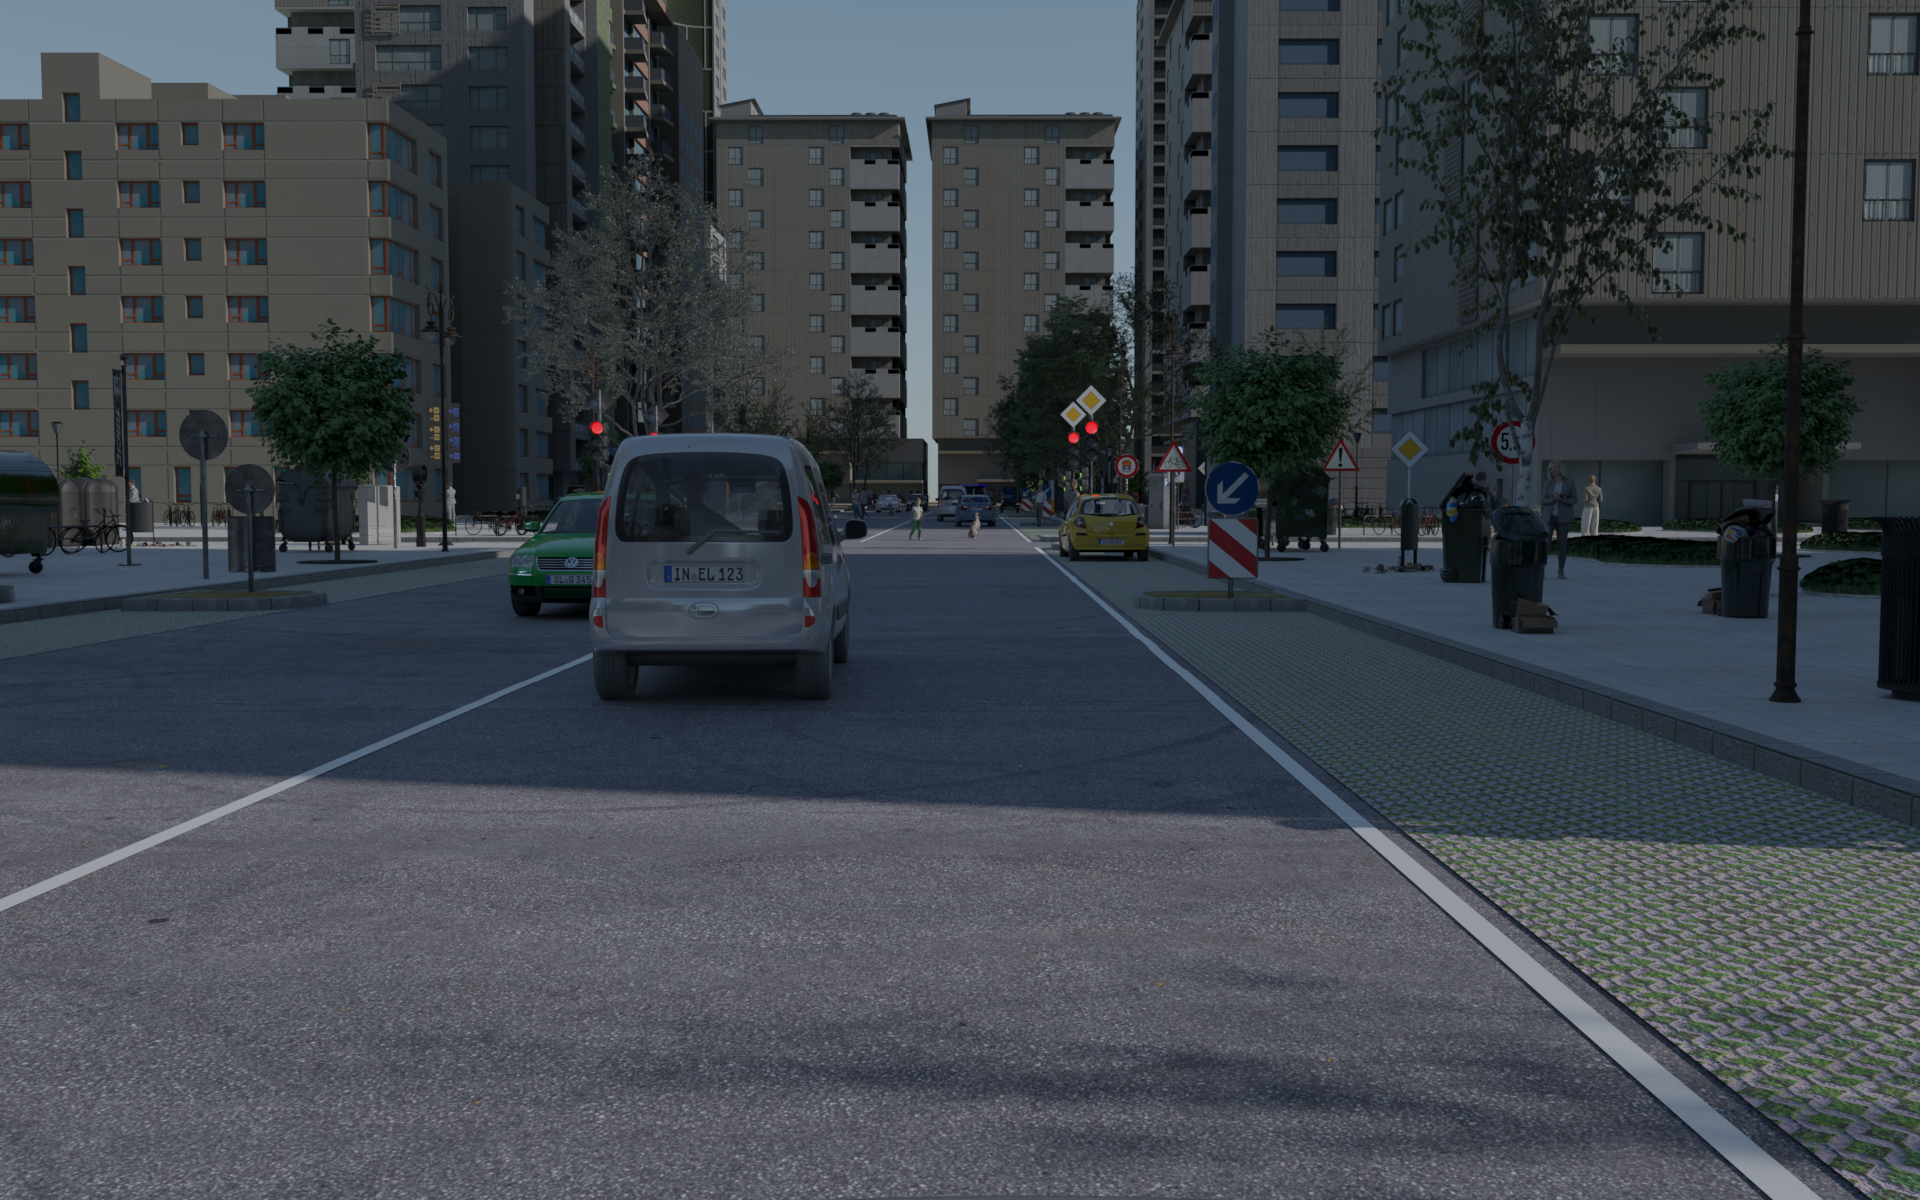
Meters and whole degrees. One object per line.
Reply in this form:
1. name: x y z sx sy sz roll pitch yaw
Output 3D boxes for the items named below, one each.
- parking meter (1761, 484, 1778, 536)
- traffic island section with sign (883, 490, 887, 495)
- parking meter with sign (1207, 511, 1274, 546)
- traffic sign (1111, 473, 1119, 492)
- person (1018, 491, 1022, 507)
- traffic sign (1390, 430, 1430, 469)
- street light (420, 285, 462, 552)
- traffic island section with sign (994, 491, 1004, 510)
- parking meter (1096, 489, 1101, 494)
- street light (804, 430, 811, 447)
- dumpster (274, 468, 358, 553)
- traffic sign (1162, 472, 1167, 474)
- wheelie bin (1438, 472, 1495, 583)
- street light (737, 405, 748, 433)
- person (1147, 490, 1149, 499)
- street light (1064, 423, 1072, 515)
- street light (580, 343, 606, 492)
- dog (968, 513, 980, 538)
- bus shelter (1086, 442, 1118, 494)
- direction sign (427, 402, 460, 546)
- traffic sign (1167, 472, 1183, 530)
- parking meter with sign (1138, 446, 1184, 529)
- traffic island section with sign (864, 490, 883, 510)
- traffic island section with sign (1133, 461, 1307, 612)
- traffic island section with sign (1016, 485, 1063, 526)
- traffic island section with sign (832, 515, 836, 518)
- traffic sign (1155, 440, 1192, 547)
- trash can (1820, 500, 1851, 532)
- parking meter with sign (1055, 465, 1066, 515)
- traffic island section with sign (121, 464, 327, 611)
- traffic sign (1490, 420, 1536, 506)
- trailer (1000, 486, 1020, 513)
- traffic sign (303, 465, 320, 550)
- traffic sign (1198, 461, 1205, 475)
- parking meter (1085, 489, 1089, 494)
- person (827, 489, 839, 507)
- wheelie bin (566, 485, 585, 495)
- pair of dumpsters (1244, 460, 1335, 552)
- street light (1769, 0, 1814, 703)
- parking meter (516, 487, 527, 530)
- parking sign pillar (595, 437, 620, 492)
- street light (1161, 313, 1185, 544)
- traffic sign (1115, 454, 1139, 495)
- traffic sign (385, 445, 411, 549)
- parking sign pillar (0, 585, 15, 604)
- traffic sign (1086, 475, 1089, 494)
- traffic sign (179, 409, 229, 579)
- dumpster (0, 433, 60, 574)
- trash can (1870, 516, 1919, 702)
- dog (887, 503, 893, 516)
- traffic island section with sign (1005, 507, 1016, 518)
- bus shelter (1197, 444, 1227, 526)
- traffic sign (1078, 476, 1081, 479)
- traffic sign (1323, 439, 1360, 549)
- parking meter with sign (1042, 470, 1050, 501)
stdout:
1. parking meter: 20.120 -2.119 43.064 0.372 1.533 0.369 0 3 0
2. traffic island section with sign: -7.913 -10.610 182.103 1.989 1.847 2.006 0 4 0
3. parking meter with sign: 7.049 -2.876 43.290 1.738 3.016 0.543 2 4 31
4. traffic sign: 8.449 -5.665 92.629 0.884 2.594 0.081 0 4 7
5. person: 6.095 -10.157 173.580 0.415 1.643 0.593 3 4 37
6. traffic sign: 9.228 -2.188 35.502 0.795 2.593 0.064 0 4 3
7. street light: -11.473 -4.014 38.419 0.468 5.910 1.993 0 4 0
8. traffic island section with sign: 4.295 -8.928 154.594 1.989 1.847 2.006 0 4 0
9. parking meter: 6.848 -4.680 84.925 0.372 1.533 0.369 0 3 0
10. street light: -10.680 -9.110 121.733 0.468 5.910 1.993 0 4 0
11. dumpster: -14.313 -2.005 38.535 1.264 1.857 1.865 0 4 0
12. traffic sign: 10.588 -5.390 88.230 0.768 2.556 0.104 0 4 5
13. wheelie bin: 7.375 -1.057 25.190 0.693 1.594 0.980 2 4 28
14. street light: -11.021 -7.041 87.908 0.468 5.910 1.993 0 4 0
15. person: 19.518 -10.560 179.381 1.217 1.739 0.721 1 4 12
16. street light: 5.725 -7.349 92.948 0.468 5.910 1.993 0 4 0
17. street light: -11.260 -4.920 53.226 0.468 5.910 1.993 0 4 0
18. dog: 0.352 -2.413 56.291 0.800 0.831 0.513 -1 4 -22
19. bus shelter: 9.000 -7.959 107.765 2.179 5.291 8.768 0 4 0
20. direction sign: -12.823 -3.125 43.095 0.379 3.537 0.876 3 5 42
21. traffic sign: 7.696 -3.658 61.936 0.606 2.300 0.079 0 4 7
22. parking meter with sign: 7.288 -4.102 63.323 1.738 3.016 0.543 3 5 42
23. traffic island section with sign: -8.128 -8.934 154.704 1.989 1.847 2.006 0 4 0
24. traffic island section with sign: 3.222 -0.813 21.916 1.989 1.847 2.006 0 4 0
25. traffic island section with sign: 3.673 -4.236 77.878 1.989 1.847 2.006 0 4 0
26. traffic island section with sign: -8.531 -5.898 105.063 1.989 1.847 2.006 0 4 0
27. traffic sign: 5.163 -2.561 41.872 0.884 2.594 0.081 0 4 5
28. trash can: 22.353 -1.994 44.261 0.748 1.137 0.748 0 3 0
29. parking meter with sign: 6.671 -6.658 105.113 1.738 3.016 0.543 2 4 28
30. traffic island section with sign: -9.201 -0.816 21.962 1.989 1.847 2.006 0 4 0
31. traffic sign: 9.462 -1.811 29.712 0.768 2.556 0.104 0 4 5
32. trailer: 3.811 -7.652 132.163 1.471 1.999 3.904 0 4 2
33. traffic sign: -14.718 -2.427 39.688 0.884 2.594 0.081 1 4 10
34. traffic sign: 8.856 -3.779 61.514 0.795 2.593 0.064 1 4 10
35. parking meter: 6.728 -5.026 90.585 0.372 1.533 0.369 0 3 0
36. person: -12.624 -10.133 171.726 1.348 1.822 0.705 -1 4 -9
37. wheelie bin: -13.951 -3.379 63.148 0.980 1.594 0.693 -2 4 -35
38. pair of dumpsters: 7.492 -2.294 40.003 1.574 2.255 4.437 0 4 1
39. street light: 5.105 -2.309 10.539 0.468 5.910 1.993 0 4 0
40. parking meter: -15.602 -3.257 61.667 0.372 1.533 0.369 0 3 0
41. parking sign pillar: -14.511 -5.119 72.169 1.447 3.967 1.447 0 4 6
42. street light: 5.431 -4.378 44.364 0.468 5.910 1.993 0 4 0
43. traffic sign: 5.299 -3.366 55.136 0.768 2.556 0.104 0 4 6
44. traffic sign: -13.248 -2.475 40.577 0.768 2.556 0.104 0 4 3
45. parking sign pillar: -11.938 -1.944 20.260 1.447 3.967 1.447 3 5 41
46. traffic sign: 6.505 -5.321 89.130 0.606 2.300 0.079 0 4 8
47. traffic sign: -11.394 -1.590 26.101 0.768 2.556 0.104 0 4 5
48. dumpster: -15.292 -1.501 27.035 1.502 2.255 1.985 0 4 1
49. trash can: 6.090 0.051 10.821 0.748 1.137 0.748 0 3 0
50. dog: -4.719 -6.049 115.739 0.513 0.831 0.800 2 4 32
51. traffic island section with sign: 3.878 -5.884 104.833 1.989 1.847 2.006 0 4 0
52. bus shelter: 8.980 -3.775 55.652 2.014 3.302 5.546 0 4 0
53. traffic sign: 7.822 -6.875 112.410 0.884 2.594 0.081 0 4 3
54. traffic sign: 8.865 -2.471 40.408 0.884 2.594 0.081 1 4 9
55. parking meter with sign: 6.861 -7.915 125.671 1.738 3.016 0.543 -2 4 -24
